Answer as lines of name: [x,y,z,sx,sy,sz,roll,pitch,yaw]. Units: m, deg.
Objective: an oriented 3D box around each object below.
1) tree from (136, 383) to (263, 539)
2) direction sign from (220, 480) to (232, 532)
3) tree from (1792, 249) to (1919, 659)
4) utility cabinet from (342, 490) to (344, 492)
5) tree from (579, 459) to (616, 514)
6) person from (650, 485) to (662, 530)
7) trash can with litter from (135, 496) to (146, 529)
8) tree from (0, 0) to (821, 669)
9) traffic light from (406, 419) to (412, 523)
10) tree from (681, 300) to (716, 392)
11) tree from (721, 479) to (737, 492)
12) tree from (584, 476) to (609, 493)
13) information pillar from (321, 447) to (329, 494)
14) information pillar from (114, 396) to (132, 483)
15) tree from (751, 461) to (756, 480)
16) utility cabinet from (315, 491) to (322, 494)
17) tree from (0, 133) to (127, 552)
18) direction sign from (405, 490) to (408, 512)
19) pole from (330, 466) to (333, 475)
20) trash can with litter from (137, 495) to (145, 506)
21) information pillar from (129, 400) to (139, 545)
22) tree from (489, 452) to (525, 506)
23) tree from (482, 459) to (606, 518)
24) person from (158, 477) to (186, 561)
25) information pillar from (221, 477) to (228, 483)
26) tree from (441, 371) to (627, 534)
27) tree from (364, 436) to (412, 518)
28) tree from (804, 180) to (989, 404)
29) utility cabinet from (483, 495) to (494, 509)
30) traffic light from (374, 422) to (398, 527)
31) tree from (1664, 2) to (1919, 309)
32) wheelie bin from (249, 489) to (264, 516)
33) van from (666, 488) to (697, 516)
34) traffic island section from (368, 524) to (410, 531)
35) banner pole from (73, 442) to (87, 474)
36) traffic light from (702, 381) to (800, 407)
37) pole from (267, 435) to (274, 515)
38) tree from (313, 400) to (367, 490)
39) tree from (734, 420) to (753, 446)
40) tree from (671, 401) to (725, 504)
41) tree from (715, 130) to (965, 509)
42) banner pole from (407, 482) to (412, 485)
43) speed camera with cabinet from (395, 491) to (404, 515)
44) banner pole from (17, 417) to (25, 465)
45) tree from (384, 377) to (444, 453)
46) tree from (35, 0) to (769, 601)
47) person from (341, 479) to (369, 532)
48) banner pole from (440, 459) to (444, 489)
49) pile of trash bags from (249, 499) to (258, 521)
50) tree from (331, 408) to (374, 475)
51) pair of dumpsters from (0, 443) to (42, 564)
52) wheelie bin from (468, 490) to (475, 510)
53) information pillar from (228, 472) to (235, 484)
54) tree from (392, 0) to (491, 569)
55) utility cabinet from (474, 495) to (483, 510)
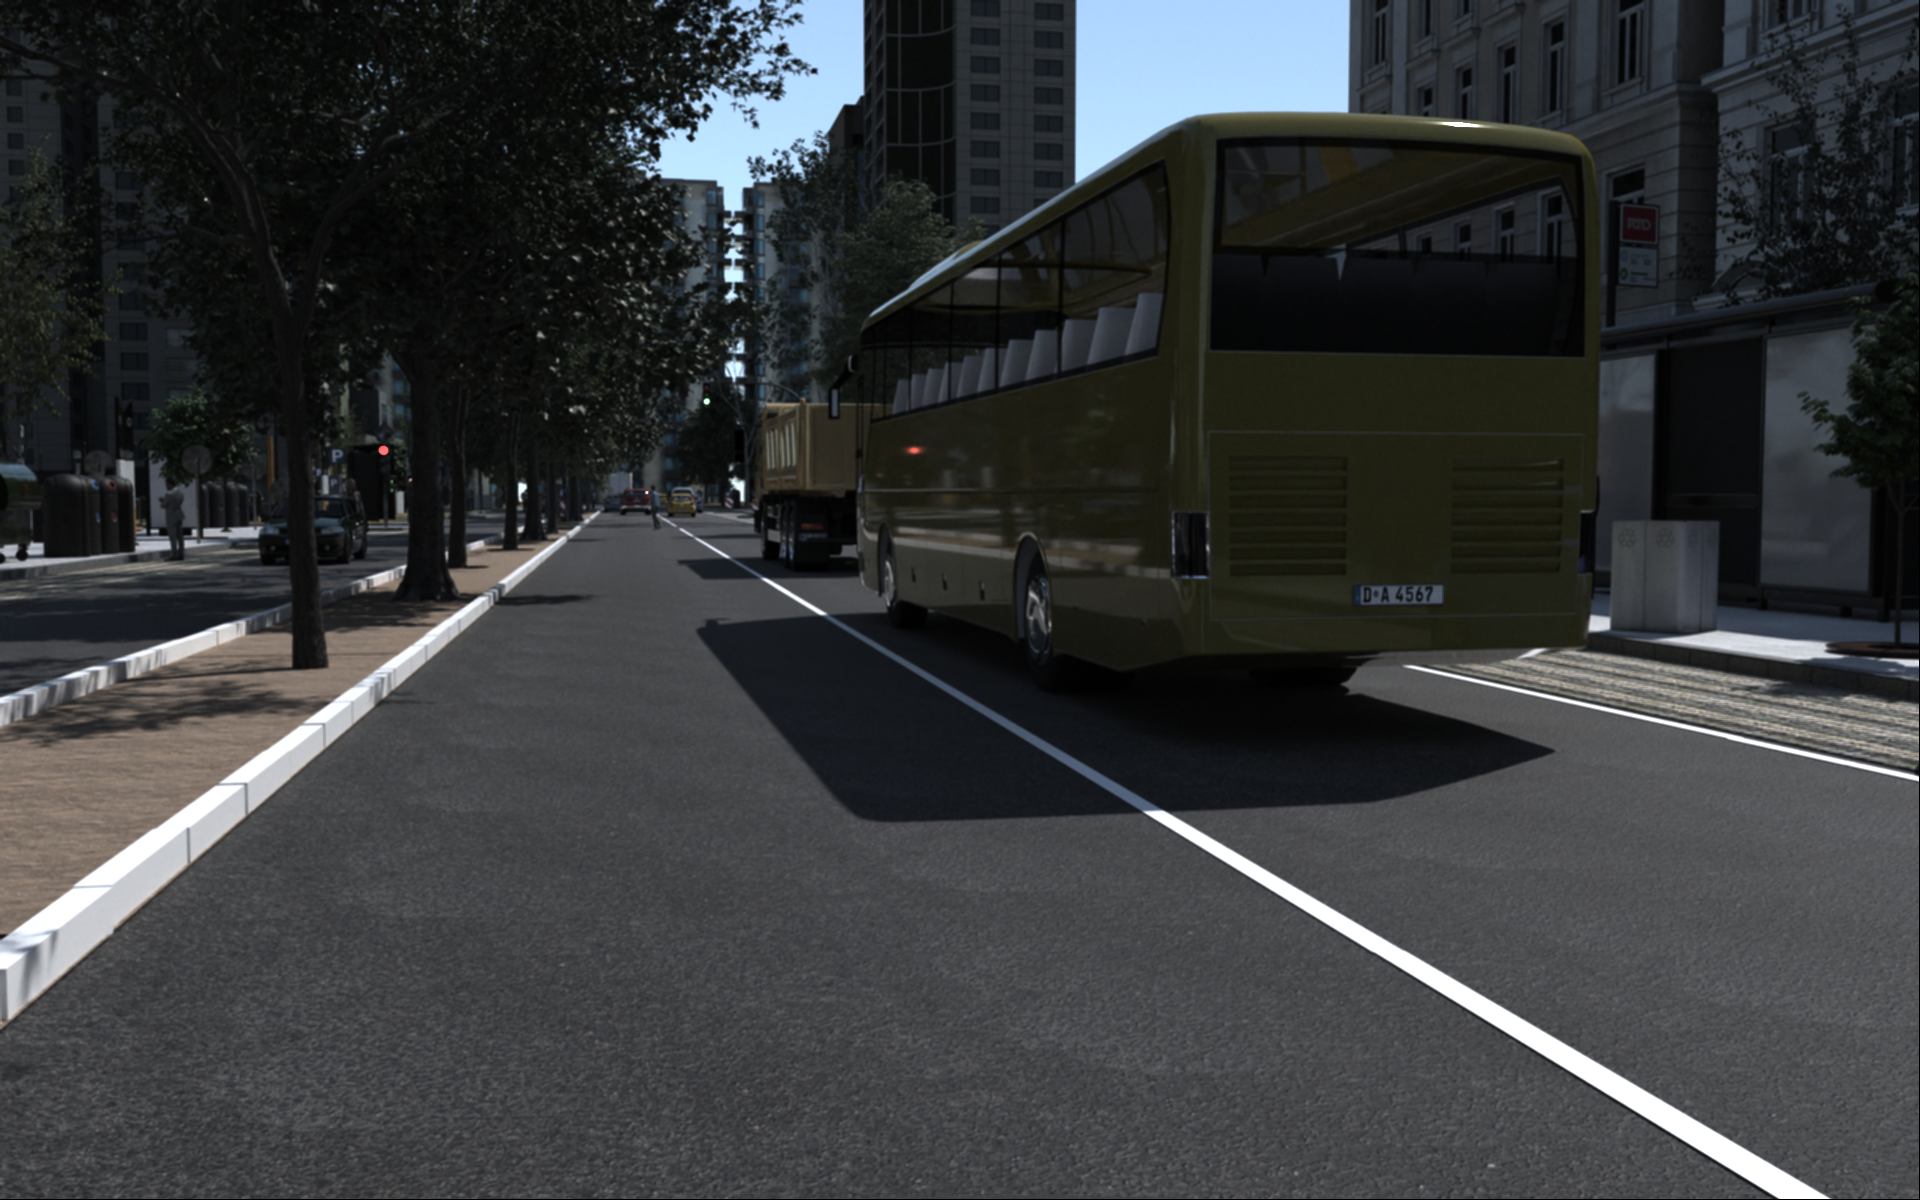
tree: [-21.933,-4.037,49.727,4.285,4.588,4.351,0,3,0]
direction sign: [-24.905,-4.079,58.696,0.876,3.537,0.379,1,4,23]
tree: [7.414,-1.175,13.817,1.663,3.219,1.824,0,3,0]
utility cabinet: [-28.227,-4.271,78.513,0.318,1.500,1.173,0,4,-2]
tree: [-26.607,-12.750,121.296,12.009,13.543,11.850,0,3,0]
person: [-12.057,-3.654,68.592,0.444,1.785,0.601,1,4,22]
trash can with litter: [-30.636,-3.202,63.406,1.678,1.210,2.233,2,4,28]
tree: [-5.372,-4.731,14.228,8.767,10.594,7.601,-1,4,-11]
traffic light: [-21.955,-6.197,75.995,4.771,5.953,1.251,-1,4,-11]
tree: [-17.884,-17.886,148.322,12.611,20.169,13.585,0,3,0]
tree: [-23.676,-11.198,177.682,1.663,3.219,1.824,0,3,0]
tree: [-29.660,-11.327,138.015,4.737,8.622,4.395,0,3,0]
information pillar: [-27.945,-5.190,76.218,0.183,3.616,0.504,0,4,8]
information pillar: [-20.214,-3.080,41.711,0.183,3.616,0.504,-1,4,-12]
tree: [-12.537,-8.159,117.119,4.285,4.588,4.351,0,3,0]
utility cabinet: [-42.791,-6.551,115.779,1.173,1.500,0.318,0,4,0]
tree: [-19.534,-5.230,35.879,4.737,8.622,4.395,0,3,0]
direction sign: [-38.861,-7.913,121.382,0.876,3.537,0.379,2,4,34]
pole: [-45.763,-8.096,126.208,0.158,3.312,0.155,0,3,0]
trash can with litter: [-64.556,-7.633,136.183,0.624,1.170,1.055,2,4,26]
information pillar: [-20.685,-3.160,43.020,0.183,3.616,0.504,1,4,9]
tree: [-47.188,-14.068,180.370,4.737,8.622,4.395,0,3,0]
tree: [-23.003,-11.791,101.898,9.857,13.997,8.962,0,3,0]
person: [-16.842,-1.731,36.983,0.466,1.800,0.511,0,4,-1]
information pillar: [-47.415,-7.333,111.248,0.183,3.616,0.504,-2,4,-35]
tree: [-14.924,-8.688,62.627,7.486,12.596,7.792,0,3,0]
tree: [-30.747,-6.687,93.050,4.285,4.588,4.351,0,3,0]
tree: [-1.843,-8.900,63.648,7.486,12.596,7.792,0,3,0]
utility cabinet: [-40.188,-8.339,147.511,1.020,1.237,0.306,2,4,28]
traffic light: [-22.462,-4.820,67.725,0.839,4.253,0.868,-1,4,-11]
tree: [12.830,-4.585,25.331,4.360,8.622,3.978,0,3,0]
wheelie bin: [-41.081,-5.702,101.134,0.693,1.594,0.980,-1,4,-13]
van: [-18.159,-6.494,113.195,2.013,2.044,4.112,-1,4,-10]
traffic island section: [-22.503,-2.787,67.851,2.009,0.180,2.903,-1,4,-11]
banner pole: [-42.661,-5.754,84.101,0.863,3.779,0.401,0,4,7]
traffic light: [-8.049,-5.855,70.400,4.771,5.953,1.251,-1,4,-11]
pole: [-23.868,-4.045,59.987,0.158,3.312,0.155,0,3,0]
tree: [-47.281,-11.141,132.518,4.737,8.622,4.395,0,3,0]
tree: [-26.095,-16.141,189.662,9.928,11.665,9.643,0,3,0]
tree: [-33.338,-19.562,226.500,9.857,13.997,8.962,0,3,0]
tree: [-5.666,-14.242,88.738,12.611,20.169,13.585,0,3,0]
banner pole: [-37.963,-7.939,119.819,0.863,3.779,0.401,2,4,30]
speed camera with cabinet: [-35.523,-6.965,108.218,0.660,3.252,2.038,1,4,11]
banner pole: [-28.201,-3.796,52.076,0.401,3.779,0.863,-1,4,-16]
tree: [-32.426,-9.422,104.413,4.737,8.622,4.395,0,3,0]
tree: [-7.249,-6.347,23.237,9.611,12.733,9.660,0,3,0]
person: [-14.595,-2.019,41.701,0.709,1.800,0.728,-2,4,-35]
banner pole: [-35.946,-7.873,118.743,0.401,3.779,0.863,-3,5,-41]
pile of trash bags: [-34.823,-4.378,81.340,3.447,1.369,1.912,-1,4,-23]
tree: [-50.602,-11.886,144.702,4.360,8.622,3.978,0,3,0]
pair of dumpsters: [-17.950,-1.744,31.006,1.574,2.255,4.437,-1,4,-11]
wheelie bin: [-38.854,-7.902,137.101,0.980,1.594,0.693,0,4,-1]
information pillar: [-50.223,-7.830,119.370,0.504,3.616,0.183,0,4,2]
tree: [-9.537,-6.400,32.861,9.928,11.665,9.643,0,3,0]
utility cabinet: [-39.179,-7.848,139.479,1.020,1.237,0.306,0,4,8]
